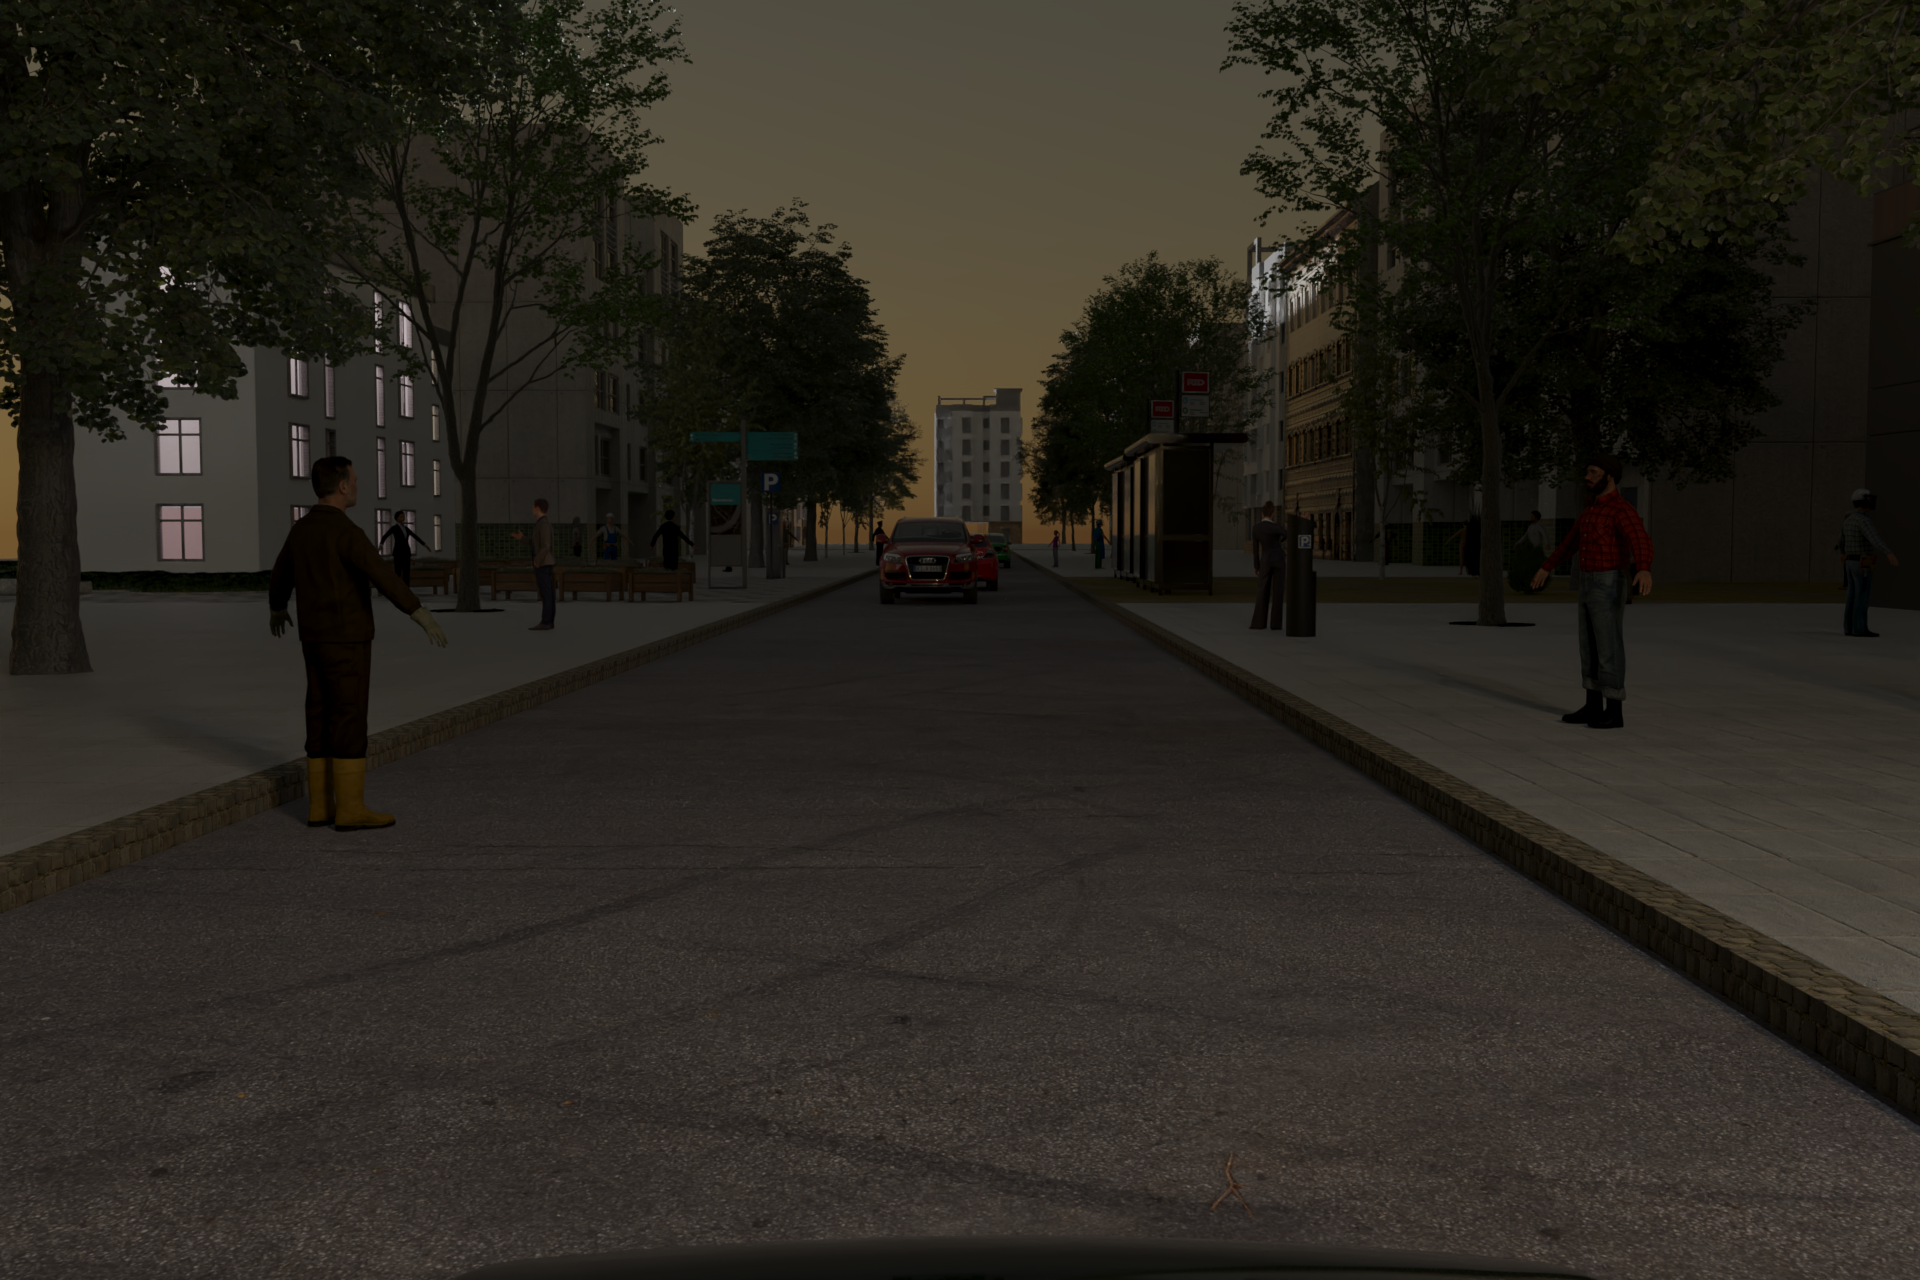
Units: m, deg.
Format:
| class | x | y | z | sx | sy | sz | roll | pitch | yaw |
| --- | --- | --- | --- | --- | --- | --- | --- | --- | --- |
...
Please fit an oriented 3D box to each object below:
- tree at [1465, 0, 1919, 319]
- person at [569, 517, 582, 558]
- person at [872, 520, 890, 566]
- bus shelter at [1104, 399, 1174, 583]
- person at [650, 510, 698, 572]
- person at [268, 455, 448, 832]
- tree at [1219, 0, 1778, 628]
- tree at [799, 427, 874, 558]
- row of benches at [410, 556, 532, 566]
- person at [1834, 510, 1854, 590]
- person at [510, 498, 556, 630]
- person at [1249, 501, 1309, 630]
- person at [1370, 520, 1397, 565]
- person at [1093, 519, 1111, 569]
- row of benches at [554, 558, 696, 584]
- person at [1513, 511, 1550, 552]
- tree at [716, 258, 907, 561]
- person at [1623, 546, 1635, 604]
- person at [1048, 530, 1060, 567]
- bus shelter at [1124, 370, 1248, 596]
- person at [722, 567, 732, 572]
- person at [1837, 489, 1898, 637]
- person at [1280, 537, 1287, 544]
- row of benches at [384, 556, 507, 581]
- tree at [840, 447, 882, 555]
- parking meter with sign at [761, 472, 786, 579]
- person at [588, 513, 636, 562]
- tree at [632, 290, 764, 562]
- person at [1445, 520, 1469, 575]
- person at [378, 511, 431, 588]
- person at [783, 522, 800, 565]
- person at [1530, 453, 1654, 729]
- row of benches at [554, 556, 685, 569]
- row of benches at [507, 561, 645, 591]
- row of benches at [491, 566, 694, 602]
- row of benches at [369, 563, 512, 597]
| class | x | y | z | sx | sy | sz | roll | pitch | yaw |
| --- | --- | --- | --- | --- | --- | --- | --- | --- | --- |
| tree | 6.704 | -5.647 | 10.460 | 7.486 | 12.596 | 7.792 | 0 | 3 | 0 |
| person | -11.801 | -2.883 | 53.264 | 0.705 | 1.813 | 1.348 | -1 | 4 | -21 |
| person | -3.217 | -3.929 | 70.170 | 0.705 | 1.837 | 1.347 | -3 | 4 | -37 |
| bus shelter | 5.311 | -4.379 | 49.223 | 2.179 | 5.291 | 8.768 | 0 | 4 | 0 |
| person | -6.267 | -1.923 | 37.621 | 1.347 | 1.806 | 0.705 | 2 | 4 | 33 |
| person | -3.016 | 0.008 | 8.458 | 1.346 | 1.812 | 0.704 | 3 | 4 | 36 |
| tree | 7.350 | -6.012 | 24.053 | 9.928 | 11.665 | 9.643 | 0 | 3 | 0 |
| tree | -6.887 | -8.646 | 91.716 | 4.737 | 8.622 | 4.395 | 0 | 3 | 0 |
| row of benches | -13.819 | -2.092 | 49.660 | 4.104 | 0.672 | 1.422 | -1 | 4 | -10 |
| person | 20.473 | -2.077 | 39.929 | 0.705 | 1.833 | 1.349 | 1 | 4 | 12 |
| person | -5.758 | -1.020 | 23.244 | 0.750 | 1.759 | 0.617 | 0 | 4 | 6 |
| person | 4.274 | -1.000 | 23.200 | 0.742 | 1.727 | 0.445 | 0 | 4 | -2 |
| person | 17.423 | -3.997 | 71.113 | 1.354 | 1.858 | 0.705 | -2 | 4 | -25 |
| person | 5.094 | -3.480 | 63.026 | 0.704 | 1.817 | 1.347 | -1 | 4 | -21 |
| row of benches | -8.743 | -1.747 | 44.033 | 4.104 | 0.672 | 1.422 | -2 | 4 | -32 |
| person | 12.951 | -2.013 | 39.092 | 0.705 | 1.806 | 1.347 | -1 | 4 | -16 |
| tree | -7.070 | -10.714 | 81.826 | 9.857 | 13.997 | 8.962 | 0 | 3 | 0 |
| person | 12.093 | -1.536 | 31.710 | 0.434 | 1.755 | 0.990 | 0 | 4 | -3 |
| person | 3.625 | -3.508 | 66.624 | 0.599 | 1.433 | 0.991 | -1 | 4 | -22 |
| bus shelter | 5.015 | -3.823 | 40.146 | 2.179 | 5.291 | 8.768 | 0 | 4 | 1 |
| person | -7.869 | -3.228 | 58.564 | 0.705 | 1.856 | 1.354 | -1 | 4 | -22 |
| person | 11.305 | -0.970 | 21.694 | 0.704 | 1.849 | 1.345 | 0 | 4 | 2 |
| person | 9.072 | -2.489 | 47.154 | 0.721 | 1.772 | 1.216 | -2 | 4 | -32 |
| row of benches | -14.028 | -1.904 | 46.585 | 4.104 | 0.672 | 1.422 | -3 | 5 | -43 |
| tree | -6.906 | -9.460 | 105.030 | 4.737 | 8.622 | 4.395 | 0 | 3 | 0 |
| parking meter with sign | -5.317 | -3.277 | 49.835 | 0.543 | 3.016 | 1.738 | 0 | 4 | 2 |
| person | -9.376 | -2.486 | 46.505 | 1.347 | 1.847 | 0.705 | -2 | 4 | -34 |
| tree | -8.196 | -6.295 | 53.283 | 4.737 | 8.622 | 4.395 | 0 | 3 | 0 |
| person | 15.854 | -2.914 | 54.446 | 1.217 | 1.733 | 0.721 | 0 | 4 | -3 |
| person | -10.941 | -1.674 | 34.083 | 0.721 | 1.740 | 1.216 | 3 | 4 | 36 |
| person | -7.311 | -4.021 | 72.020 | 1.348 | 1.796 | 0.705 | -2 | 4 | -33 |
| person | 4.252 | -0.333 | 11.550 | 0.704 | 1.816 | 1.345 | -1 | 4 | -11 |
| row of benches | -9.791 | -2.095 | 49.720 | 4.104 | 0.672 | 1.422 | -1 | 4 | -22 |
| row of benches | -8.860 | -1.508 | 40.125 | 4.104 | 0.672 | 1.422 | 2 | 4 | 35 |
| row of benches | -7.169 | -1.093 | 33.340 | 4.104 | 0.672 | 1.422 | 1 | 4 | 14 |
| row of benches | -11.450 | -1.277 | 36.337 | 4.104 | 0.672 | 1.422 | -3 | 5 | -40 |
